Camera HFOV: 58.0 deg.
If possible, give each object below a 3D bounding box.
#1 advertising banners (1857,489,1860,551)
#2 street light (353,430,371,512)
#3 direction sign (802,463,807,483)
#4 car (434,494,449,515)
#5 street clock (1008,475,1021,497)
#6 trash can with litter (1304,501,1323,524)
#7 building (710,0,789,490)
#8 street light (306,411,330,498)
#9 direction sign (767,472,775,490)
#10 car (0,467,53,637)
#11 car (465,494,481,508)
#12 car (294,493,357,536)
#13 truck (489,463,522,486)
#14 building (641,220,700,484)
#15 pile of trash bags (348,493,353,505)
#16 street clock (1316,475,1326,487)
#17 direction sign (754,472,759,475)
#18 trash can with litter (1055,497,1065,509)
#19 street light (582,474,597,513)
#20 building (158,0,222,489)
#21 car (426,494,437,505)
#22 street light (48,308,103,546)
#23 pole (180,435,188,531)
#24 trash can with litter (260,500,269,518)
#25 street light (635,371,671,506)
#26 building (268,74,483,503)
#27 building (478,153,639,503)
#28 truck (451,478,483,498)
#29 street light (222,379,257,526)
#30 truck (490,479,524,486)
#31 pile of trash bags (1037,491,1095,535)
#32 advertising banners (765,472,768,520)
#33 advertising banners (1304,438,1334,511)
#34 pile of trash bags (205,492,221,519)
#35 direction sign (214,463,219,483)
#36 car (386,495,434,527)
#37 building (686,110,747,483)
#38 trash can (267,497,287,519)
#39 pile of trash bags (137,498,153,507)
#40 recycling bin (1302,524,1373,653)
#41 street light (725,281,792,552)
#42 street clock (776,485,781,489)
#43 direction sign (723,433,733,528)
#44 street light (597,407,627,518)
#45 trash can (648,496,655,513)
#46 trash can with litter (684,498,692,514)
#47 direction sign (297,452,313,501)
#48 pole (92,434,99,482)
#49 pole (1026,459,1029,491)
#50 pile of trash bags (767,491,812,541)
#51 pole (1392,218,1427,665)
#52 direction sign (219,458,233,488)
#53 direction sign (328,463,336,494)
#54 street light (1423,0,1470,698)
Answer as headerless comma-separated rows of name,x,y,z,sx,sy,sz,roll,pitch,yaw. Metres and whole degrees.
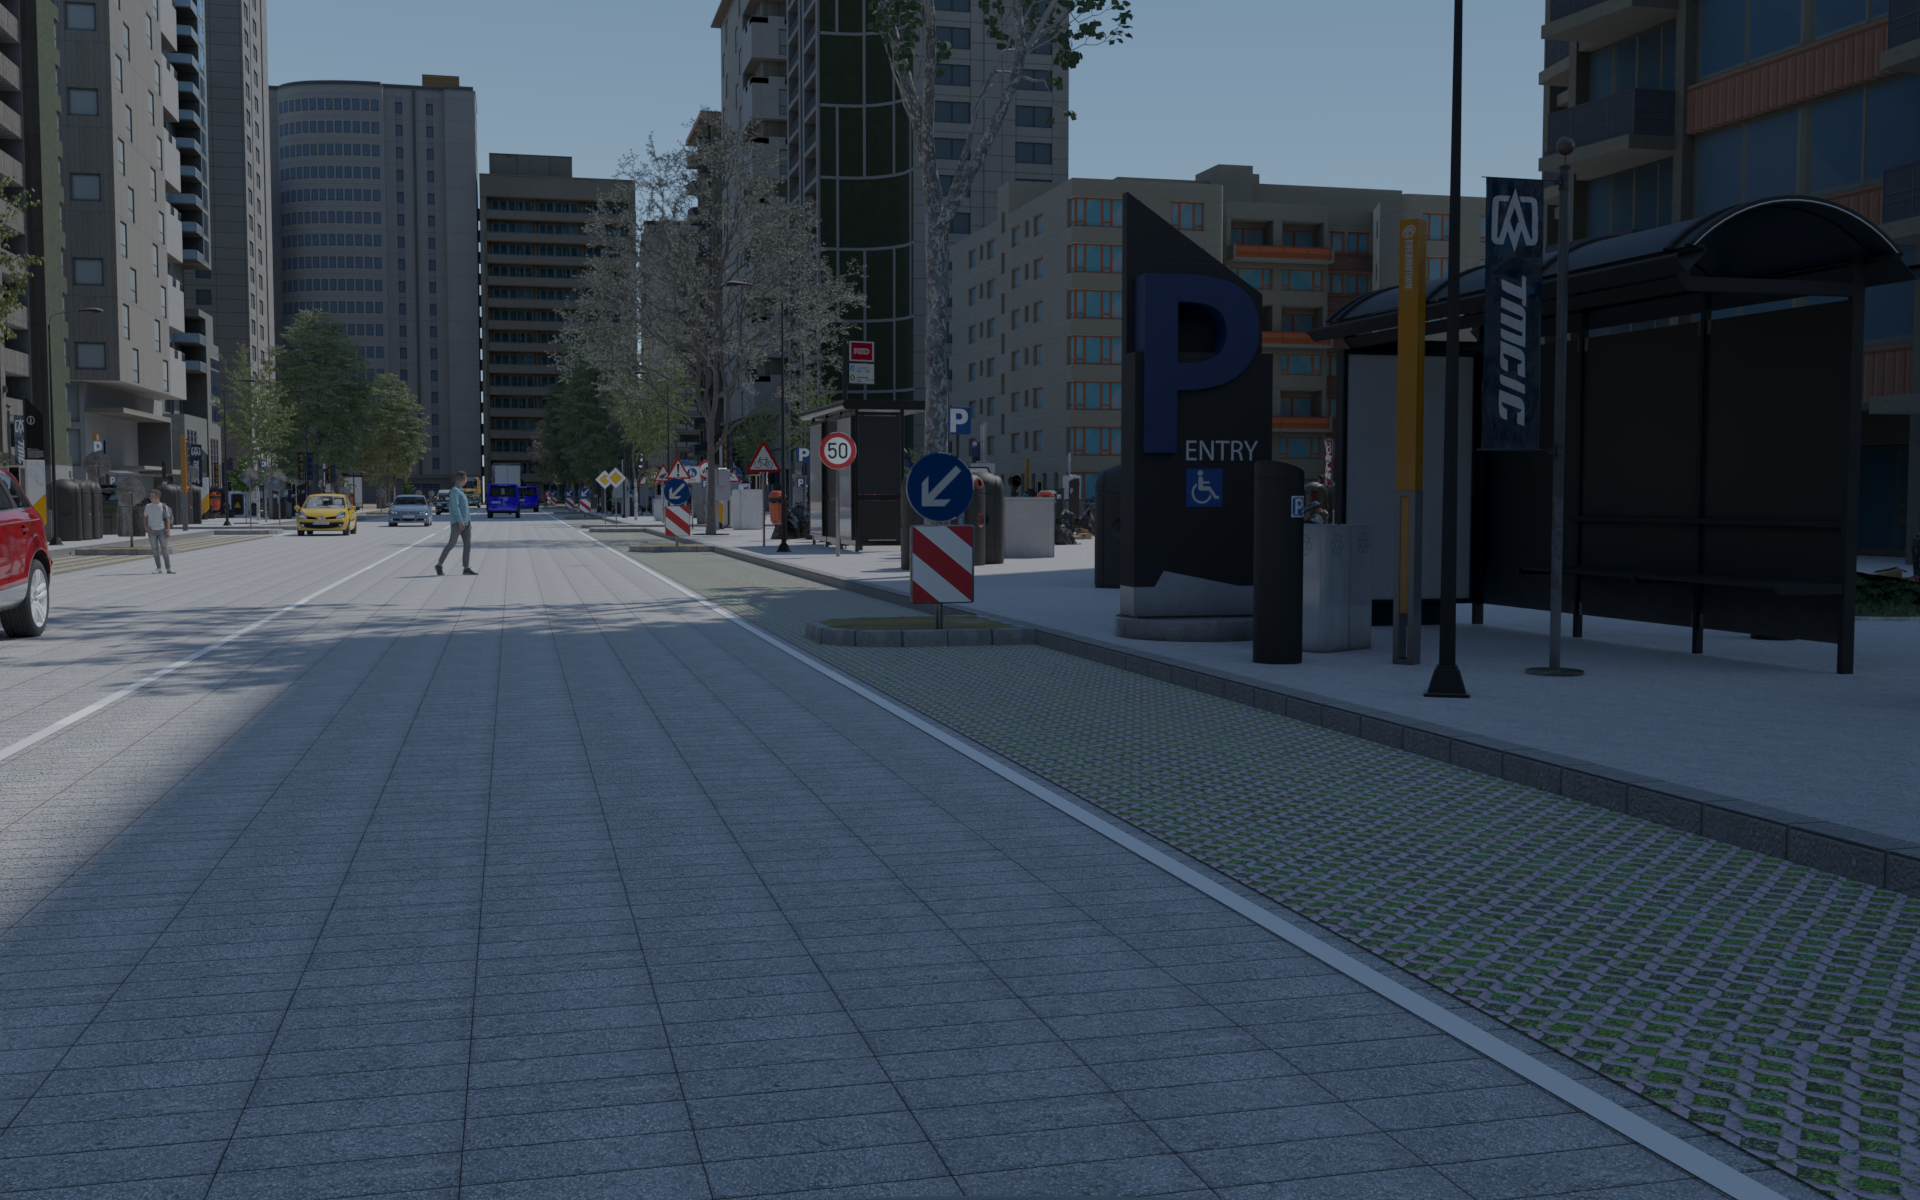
advertising banners,12.393,-1.809,25.768,0.090,3.025,2.074,-2,4,-30
street light,-43.103,-9.307,124.716,1.470,5.913,1.316,-1,4,-14
direction sign,-11.435,-8.095,124.345,0.876,3.537,0.379,1,4,8
car,-35.474,-6.756,120.247,2.009,1.686,4.222,-1,4,-14
street clock,2.061,-3.708,65.193,0.471,2.002,0.358,-3,4,-36
trash can with litter,5.459,-1.049,28.540,1.055,1.170,0.624,1,4,15
building,-8.603,-35.626,171.721,28.713,52.752,27.495,-1,4,-14
street light,-36.061,-7.626,97.227,1.470,5.913,1.316,-1,4,-14
direction sign,-15.187,-8.996,139.087,0.379,3.537,0.876,3,4,38
car,-9.887,-0.431,15.723,2.281,1.827,5.304,-1,4,-13
car,-50.999,-10.329,180.670,2.131,1.459,4.920,-1,4,-13
car,-22.175,-3.085,60.671,2.015,1.641,3.980,-1,4,-14
truck,-42.470,-10.588,162.030,2.839,4.237,11.283,-1,4,-16
building,-38.928,-34.775,252.168,14.086,41.232,14.154,-1,4,-14
pile of trash bags,-46.477,-7.274,128.684,1.912,1.369,3.447,2,4,32
street clock,13.637,-3.713,65.285,0.358,2.002,0.471,-1,4,-16
direction sign,-12.191,-6.839,103.816,0.379,3.537,0.876,-2,4,-28
trash can with litter,5.558,-4.957,92.430,1.055,1.170,0.624,-1,4,-11
street light,-25.450,-8.966,119.142,1.470,5.913,1.316,-1,4,-14
building,-76.882,-51.147,148.920,22.319,86.520,31.000,-1,4,-14
car,-62.297,-11.941,205.025,2.009,1.686,4.222,-1,4,-14
street light,-22.086,-4.326,43.265,1.470,5.913,1.316,-1,4,-14
pole,-27.015,-4.065,60.308,0.158,3.312,0.155,0,3,0
trash can with litter,-37.949,-5.116,95.026,1.055,1.170,0.624,-2,4,-34
street light,-11.579,-5.689,65.557,1.470,5.913,1.316,-1,4,-14
building,-82.324,-42.956,244.333,28.212,58.520,21.231,-1,4,-14
building,-58.103,-38.333,250.444,21.600,48.544,21.300,-1,4,-14
truck,-57.967,-12.737,204.166,3.469,3.379,9.791,-1,4,-14
street light,-29.079,-5.957,69.933,1.470,5.913,1.316,-1,4,-14
truck,-47.005,-11.218,179.335,3.469,3.379,9.791,-1,4,-13
pile of trash bags,4.088,-2.724,54.287,3.447,1.369,1.912,0,4,0
advertising banners,-9.739,-5.504,86.172,0.090,3.025,2.074,0,4,5
advertising banners,11.665,-3.719,56.988,0.090,3.025,2.074,-1,4,-23
pile of trash bags,-39.300,-4.865,89.294,1.912,1.369,3.447,1,4,12
direction sign,-53.534,-8.158,125.381,0.876,3.537,0.379,0,4,-6
car,-24.574,-4.004,77.465,2.014,1.417,4.499,-1,4,-15
building,-19.533,-33.246,198.200,22.147,44.769,28.867,-1,4,-14
trash can,-34.387,-4.642,87.551,0.748,1.137,0.748,0,3,0
pile of trash bags,-48.797,-5.750,103.766,3.447,1.369,1.912,0,4,-5
recycling bin,2.934,-0.113,14.399,0.722,1.027,0.722,-3,5,-43
street light,-4.427,-4.006,38.039,1.470,5.913,1.316,-1,4,-14
street clock,-14.156,-8.015,135.607,0.358,2.002,0.471,2,4,31
direction sign,-8.706,-4.471,65.096,0.379,3.537,0.876,-2,4,-30
street light,-18.488,-7.330,92.392,1.470,5.913,1.316,-1,4,-14
trash can,-20.351,-6.315,114.896,0.748,1.137,0.748,0,3,0
trash can with litter,-18.527,-6.518,117.627,1.678,1.210,2.233,-2,4,-30
direction sign,-35.687,-6.267,94.465,0.379,3.537,0.876,3,5,39
pole,-29.485,-3.996,59.180,0.158,3.312,0.155,0,3,0
pole,3.873,-6.480,99.790,0.158,3.312,0.155,0,3,0
pile of trash bags,-4.530,-2.405,49.067,1.912,1.369,3.447,1,4,19
pole,3.371,-1.170,12.976,0.158,3.312,0.155,0,3,0
direction sign,-45.838,-7.131,108.585,0.876,3.537,0.379,2,4,34
direction sign,-41.756,-7.532,115.142,0.876,3.537,0.379,3,4,39
street light,2.575,-2.336,10.728,1.470,5.913,1.316,-1,4,-14
